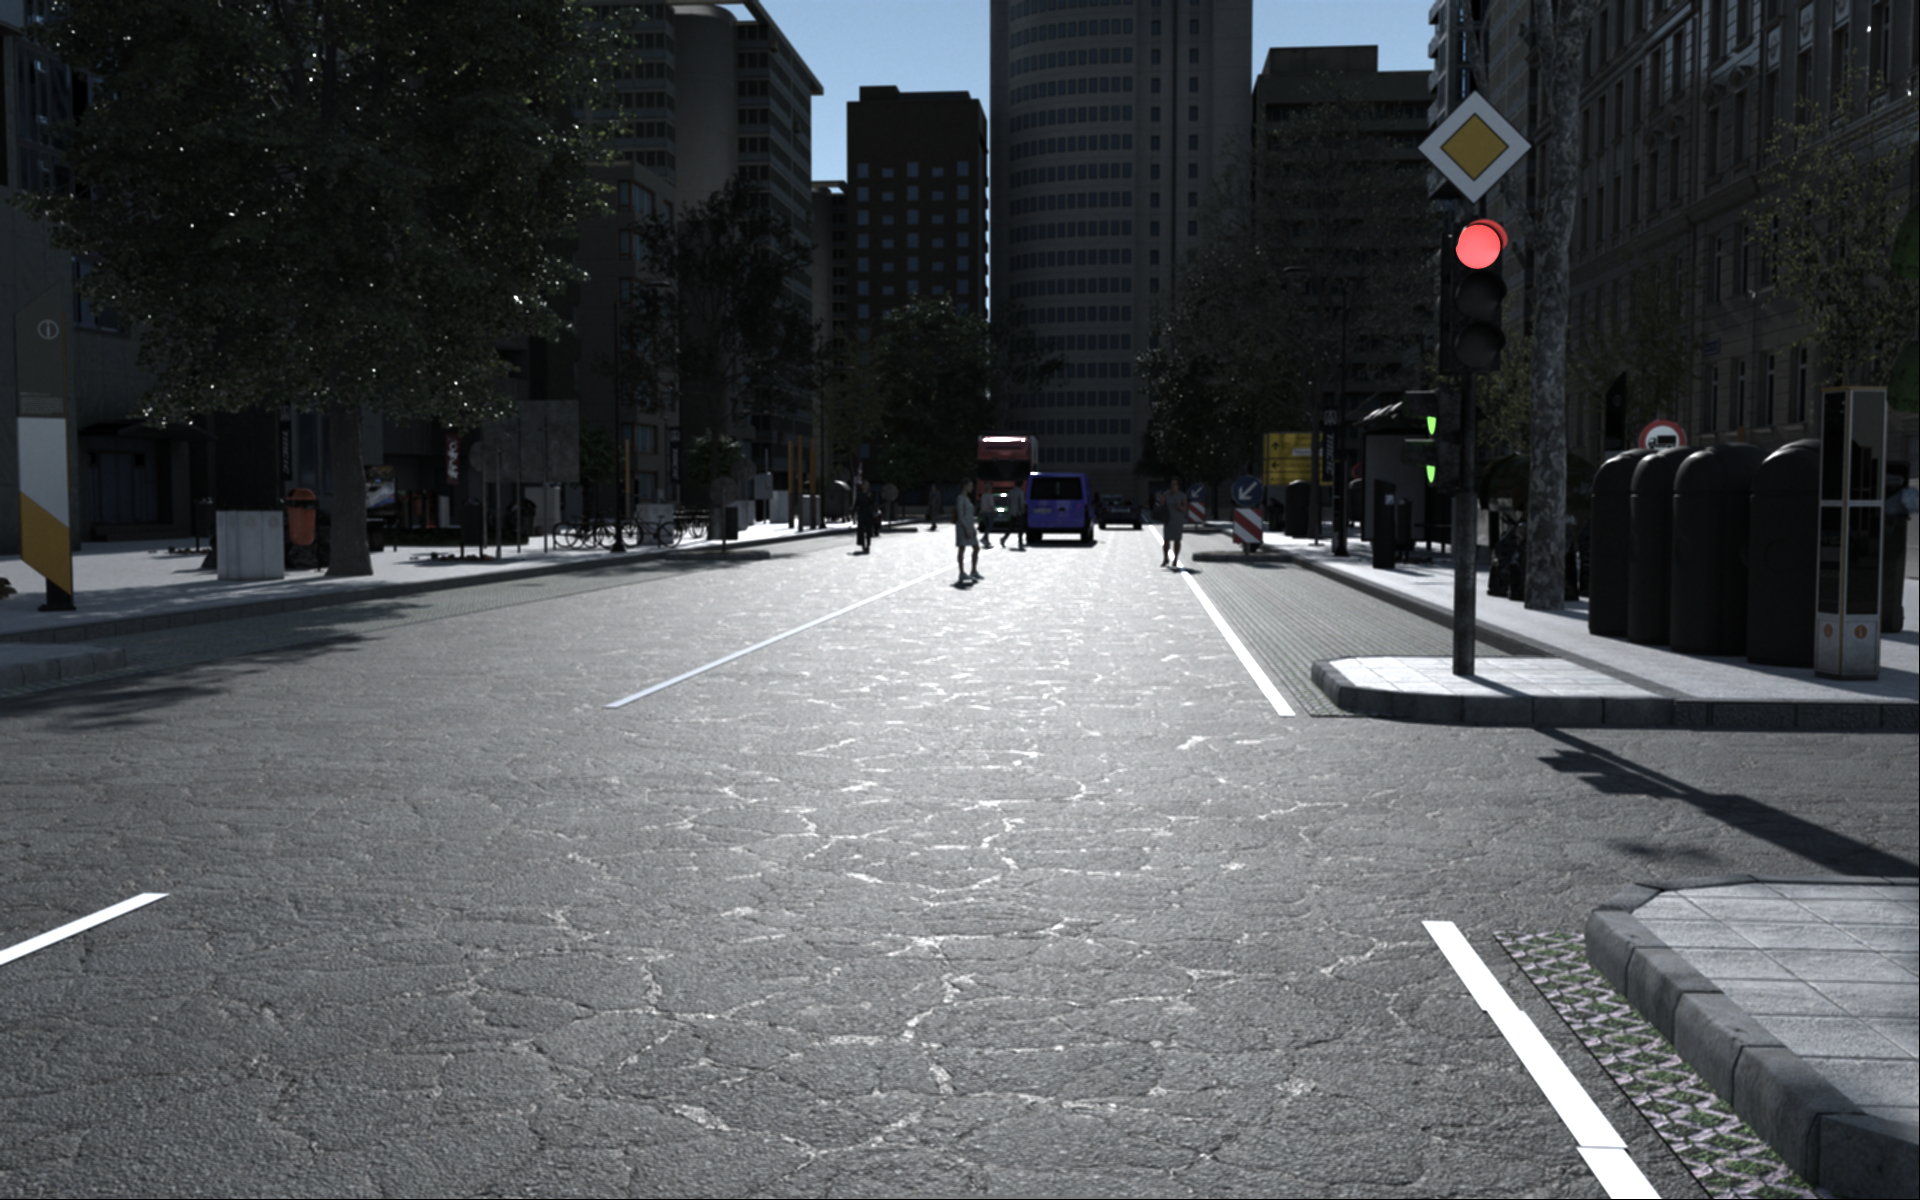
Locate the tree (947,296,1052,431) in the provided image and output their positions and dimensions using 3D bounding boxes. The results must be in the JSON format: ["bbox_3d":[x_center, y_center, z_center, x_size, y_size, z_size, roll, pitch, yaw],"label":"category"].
[{"bbox_3d":[4.780,-18.823,163.651,12.611,20.169,13.585,0,3,0],"label":"tree"}]

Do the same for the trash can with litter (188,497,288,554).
[{"bbox_3d":[-13.579,-1.398,33.914,1.678,1.210,2.233,3,5,42],"label":"trash can with litter"}]

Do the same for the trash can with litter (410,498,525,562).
[{"bbox_3d":[-9.689,-1.379,33.606,2.233,1.210,1.678,2,4,30],"label":"trash can with litter"}]

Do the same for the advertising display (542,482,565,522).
[{"bbox_3d":[-17.330,-4.198,73.850,0.974,1.923,0.123,0,4,7],"label":"advertising display"}]

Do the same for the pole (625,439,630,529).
[{"bbox_3d":[-12.306,-4.298,64.117,0.158,3.312,0.155,0,3,0],"label":"pole"}]

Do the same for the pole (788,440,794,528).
[{"bbox_3d":[-6.378,-4.379,65.433,0.158,3.312,0.155,0,3,0],"label":"pole"}]

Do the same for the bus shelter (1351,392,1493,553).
[{"bbox_3d":[9.663,-2.617,36.707,2.014,3.302,5.546,0,4,5],"label":"bus shelter"}]

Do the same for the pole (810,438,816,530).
[{"bbox_3d":[-5.324,-4.206,62.609,0.158,3.312,0.155,0,3,0],"label":"pole"}]

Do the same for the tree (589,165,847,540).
[{"bbox_3d":[-6.667,-6.979,48.511,7.601,10.594,8.767,-2,4,-26],"label":"tree"}]

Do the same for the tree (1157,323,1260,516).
[{"bbox_3d":[15.459,-11.293,102.774,7.486,12.596,7.792,0,3,0],"label":"tree"}]

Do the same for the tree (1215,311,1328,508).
[{"bbox_3d":[12.167,-7.215,68.328,4.737,8.622,4.395,0,3,0],"label":"tree"}]

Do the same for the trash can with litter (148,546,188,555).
[{"bbox_3d":[-16.508,-1.613,37.430,2.233,1.210,1.678,1,4,23],"label":"trash can with litter"}]

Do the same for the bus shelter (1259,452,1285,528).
[{"bbox_3d":[12.102,-4.229,63.074,2.014,3.302,5.546,0,4,6],"label":"bus shelter"}]

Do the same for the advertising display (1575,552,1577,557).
[{"bbox_3d":[12.408,-1.836,35.226,0.974,1.923,0.123,-2,4,-35],"label":"advertising display"}]

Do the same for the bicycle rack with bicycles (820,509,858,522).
[{"bbox_3d":[-5.798,-4.104,80.486,2.925,0.926,2.852,-1,4,-11],"label":"bicycle rack with bicycles"}]

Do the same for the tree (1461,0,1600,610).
[{"bbox_3d":[7.449,-10.033,19.925,12.611,20.169,13.585,0,3,0],"label":"tree"}]

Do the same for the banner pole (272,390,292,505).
[{"bbox_3d":[-15.931,-3.101,40.715,0.863,3.779,0.401,3,4,37],"label":"banner pole"}]

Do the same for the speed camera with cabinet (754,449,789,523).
[{"bbox_3d":[-8.245,-5.016,76.353,0.660,3.252,2.038,2,4,32],"label":"speed camera with cabinet"}]

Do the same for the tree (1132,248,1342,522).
[{"bbox_3d":[12.659,-9.918,79.163,9.611,12.733,9.660,0,3,0],"label":"tree"}]

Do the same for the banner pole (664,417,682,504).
[{"bbox_3d":[-9.400,-4.066,56.503,0.863,3.779,0.401,2,4,31],"label":"banner pole"}]

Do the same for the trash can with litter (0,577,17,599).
[{"bbox_3d":[-12.094,-0.597,21.150,1.055,1.170,0.624,0,4,0],"label":"trash can with litter"}]

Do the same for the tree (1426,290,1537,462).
[{"bbox_3d":[17.866,-6.637,58.878,4.360,8.622,3.978,0,3,0],"label":"tree"}]

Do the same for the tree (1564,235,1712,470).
[{"bbox_3d":[19.644,-6.094,49.995,4.737,8.622,4.395,0,3,0],"label":"tree"}]

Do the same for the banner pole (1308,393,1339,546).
[{"bbox_3d":[9.063,-3.242,43.030,0.401,3.779,0.863,-3,5,-40],"label":"banner pole"}]

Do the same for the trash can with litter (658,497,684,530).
[{"bbox_3d":[-10.382,-3.112,62.264,1.055,1.170,0.624,0,4,-3],"label":"trash can with litter"}]

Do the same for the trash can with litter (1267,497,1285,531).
[{"bbox_3d":[11.127,-2.955,59.706,1.055,1.170,0.624,2,4,25],"label":"trash can with litter"}]

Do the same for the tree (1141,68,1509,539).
[{"bbox_3d":[10.285,-8.503,49.401,12.009,13.543,11.850,0,3,0],"label":"tree"}]

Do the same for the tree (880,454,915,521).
[{"bbox_3d":[-3.192,-5.450,83.706,1.663,3.219,1.824,0,3,0],"label":"tree"}]

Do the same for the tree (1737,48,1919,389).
[{"bbox_3d":[15.389,-4.843,29.538,4.360,8.622,3.978,0,3,0],"label":"tree"}]

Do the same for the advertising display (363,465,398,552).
[{"bbox_3d":[-13.039,-2.041,38.590,0.974,1.923,0.123,0,4,-7],"label":"advertising display"}]

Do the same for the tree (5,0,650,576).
[{"bbox_3d":[-9.681,-7.357,26.942,9.857,13.997,8.962,0,3,0],"label":"tree"}]

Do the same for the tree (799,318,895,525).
[{"bbox_3d":[-4.507,-7.470,72.496,4.737,8.622,4.395,0,3,0],"label":"tree"}]

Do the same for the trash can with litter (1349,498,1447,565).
[{"bbox_3d":[8.252,-1.296,32.242,1.678,1.210,2.233,0,4,1],"label":"trash can with litter"}]

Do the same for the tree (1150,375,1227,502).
[{"bbox_3d":[18.350,-12.776,134.649,9.928,11.665,9.643,0,3,0],"label":"tree"}]

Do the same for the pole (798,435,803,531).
[{"bbox_3d":[-5.487,-4.018,59.532,0.158,3.312,0.155,0,3,0],"label":"pole"}]

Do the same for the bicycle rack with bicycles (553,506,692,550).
[{"bbox_3d":[-8.389,-1.680,40.847,2.925,0.926,2.852,1,4,20],"label":"bicycle rack with bicycles"}]

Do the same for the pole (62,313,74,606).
[{"bbox_3d":[-10.188,-1.573,19.566,0.158,3.312,0.155,0,3,0],"label":"pole"}]

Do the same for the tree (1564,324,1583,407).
[{"bbox_3d":[20.809,-6.949,63.980,4.360,8.622,3.978,0,3,0],"label":"tree"}]

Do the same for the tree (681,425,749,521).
[{"bbox_3d":[-11.837,-6.074,83.017,4.285,4.588,4.351,0,3,0],"label":"tree"}]

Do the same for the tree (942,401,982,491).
[{"bbox_3d":[0.150,-10.564,123.090,4.737,8.622,4.395,0,3,0],"label":"tree"}]

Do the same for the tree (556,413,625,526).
[{"bbox_3d":[-15.276,-5.293,70.252,4.285,4.588,4.351,0,3,0],"label":"tree"}]

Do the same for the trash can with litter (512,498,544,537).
[{"bbox_3d":[-12.980,-2.494,52.157,0.624,1.170,1.055,1,4,15],"label":"trash can with litter"}]

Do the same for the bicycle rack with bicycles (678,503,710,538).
[{"bbox_3d":[-8.261,-2.311,51.168,2.852,0.926,2.925,3,5,43],"label":"bicycle rack with bicycles"}]

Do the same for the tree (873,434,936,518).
[{"bbox_3d":[-2.972,-6.735,93.825,4.285,4.588,4.351,0,3,0],"label":"tree"}]

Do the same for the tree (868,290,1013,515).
[{"bbox_3d":[-1.395,-12.258,107.071,9.857,13.997,8.962,0,3,0],"label":"tree"}]

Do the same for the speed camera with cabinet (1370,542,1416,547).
[{"bbox_3d":[11.069,-2.924,42.151,2.038,3.252,0.660,0,4,-8],"label":"speed camera with cabinet"}]

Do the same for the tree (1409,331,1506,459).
[{"bbox_3d":[21.406,-7.645,75.354,4.737,8.622,4.395,0,3,0],"label":"tree"}]
